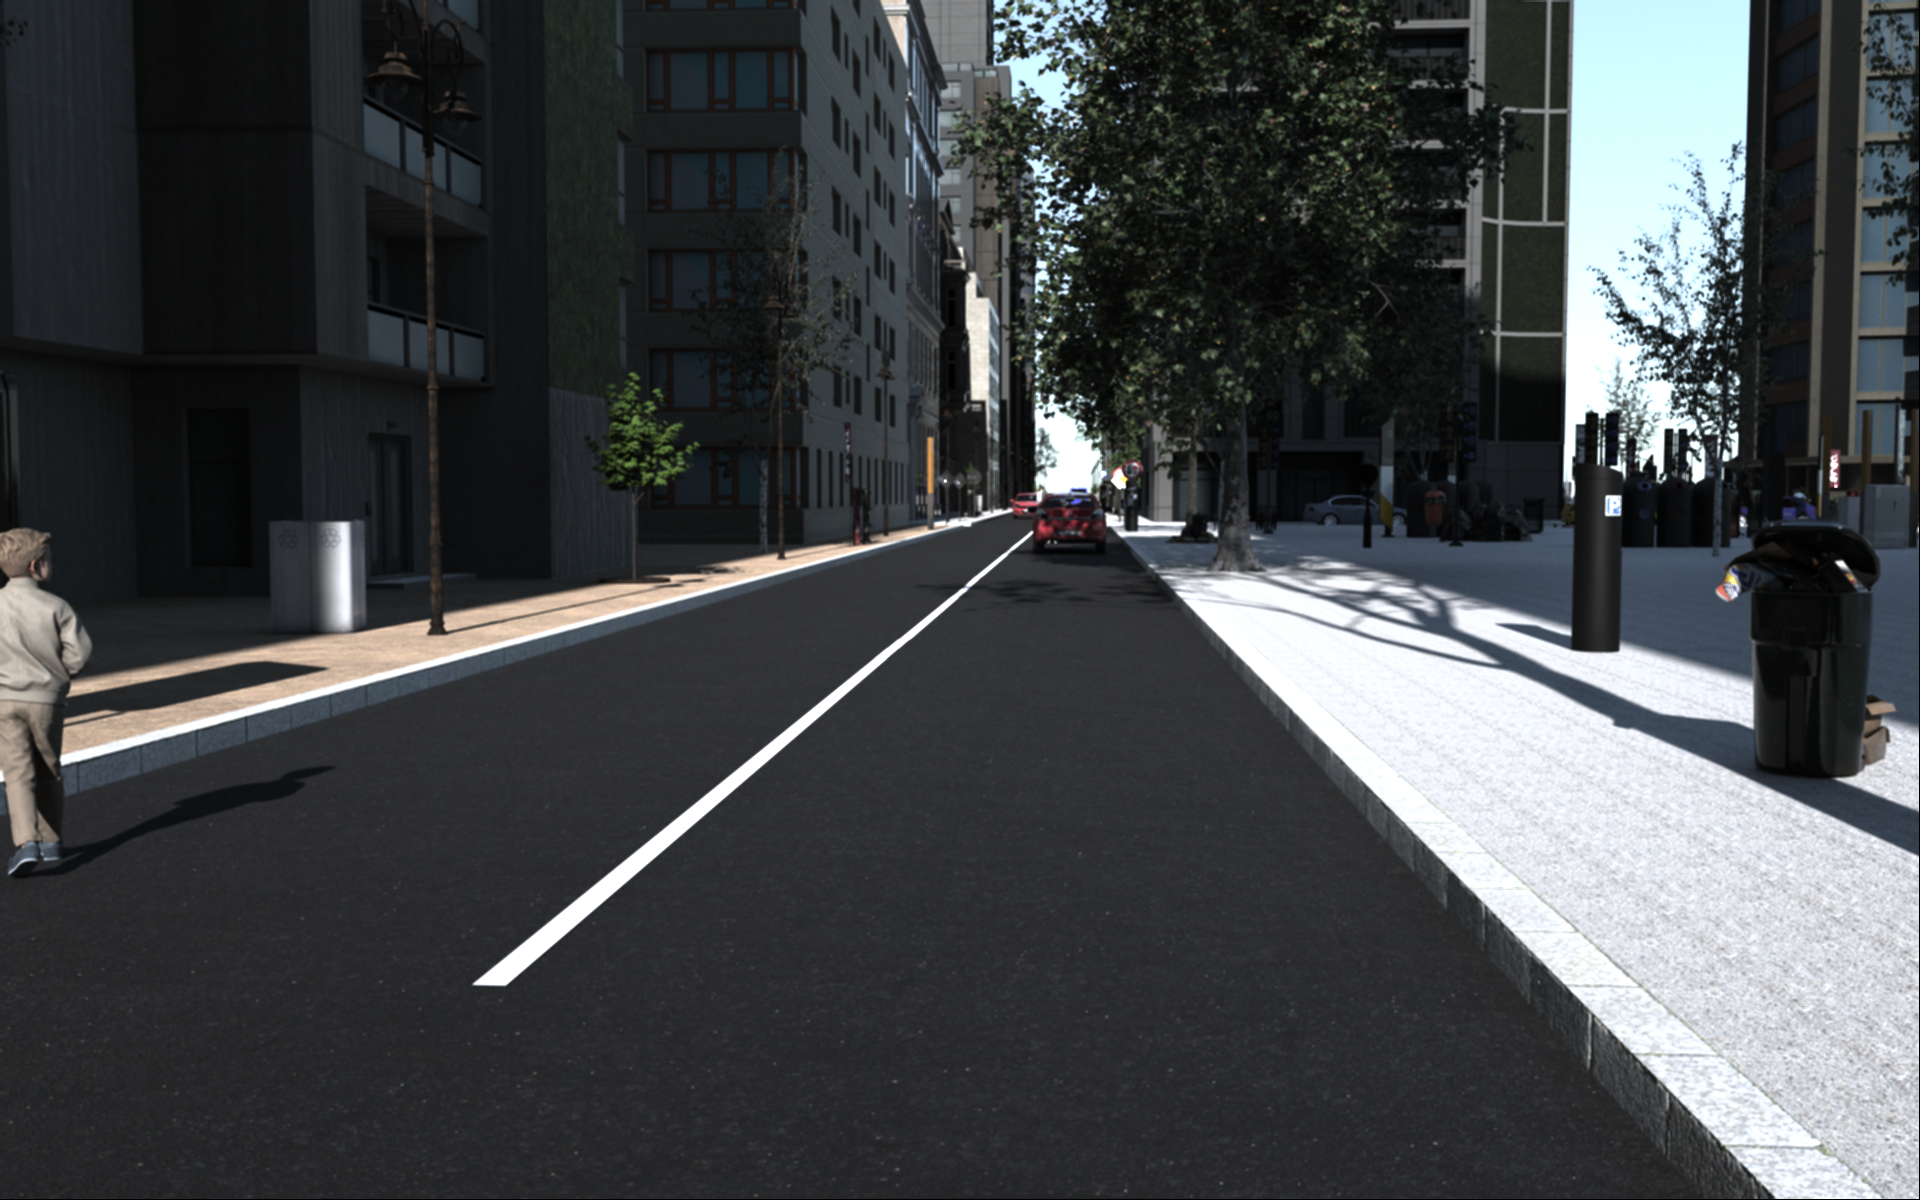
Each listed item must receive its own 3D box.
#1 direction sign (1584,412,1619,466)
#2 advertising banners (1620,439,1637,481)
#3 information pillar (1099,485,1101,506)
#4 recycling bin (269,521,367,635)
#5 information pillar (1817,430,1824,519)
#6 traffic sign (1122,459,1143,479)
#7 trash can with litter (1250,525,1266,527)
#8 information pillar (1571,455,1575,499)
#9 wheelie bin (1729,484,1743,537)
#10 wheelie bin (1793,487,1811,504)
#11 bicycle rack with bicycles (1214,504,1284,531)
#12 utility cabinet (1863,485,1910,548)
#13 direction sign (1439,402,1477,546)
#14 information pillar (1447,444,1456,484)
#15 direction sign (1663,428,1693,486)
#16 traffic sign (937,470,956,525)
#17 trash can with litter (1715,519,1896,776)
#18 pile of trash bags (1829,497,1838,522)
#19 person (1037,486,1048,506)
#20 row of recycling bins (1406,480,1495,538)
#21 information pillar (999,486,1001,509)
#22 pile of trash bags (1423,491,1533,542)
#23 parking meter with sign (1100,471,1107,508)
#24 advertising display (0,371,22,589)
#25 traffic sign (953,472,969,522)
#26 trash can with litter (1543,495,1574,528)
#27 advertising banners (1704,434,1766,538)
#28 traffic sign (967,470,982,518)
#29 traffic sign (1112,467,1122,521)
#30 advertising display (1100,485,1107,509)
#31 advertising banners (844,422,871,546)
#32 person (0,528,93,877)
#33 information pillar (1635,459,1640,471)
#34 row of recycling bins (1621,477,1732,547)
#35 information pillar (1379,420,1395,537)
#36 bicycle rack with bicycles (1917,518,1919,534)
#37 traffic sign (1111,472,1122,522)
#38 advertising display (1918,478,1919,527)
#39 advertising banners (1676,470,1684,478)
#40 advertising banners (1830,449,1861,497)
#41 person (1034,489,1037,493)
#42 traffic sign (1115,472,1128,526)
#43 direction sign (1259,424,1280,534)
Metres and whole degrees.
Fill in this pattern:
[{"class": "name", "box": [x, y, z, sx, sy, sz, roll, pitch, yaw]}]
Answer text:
[{"class": "direction sign", "box": [17.842, -3.439, 48.227, 0.876, 3.537, 0.379, 1, 4, 13]}, {"class": "advertising banners", "box": [21.100, -3.640, 55.694, 0.090, 3.025, 2.074, -1, 4, -13]}, {"class": "information pillar", "box": [11.770, -8.566, 144.551, 0.304, 2.012, 0.304, -1, 4, -12]}, {"class": "recycling bin", "box": [-5.988, -0.222, 16.177, 0.722, 1.027, 0.722, -1, 4, -8]}, {"class": "information pillar", "box": [29.658, -4.171, 59.551, 0.504, 3.616, 0.183, -3, 4, -36]}, {"class": "traffic sign", "box": [6.307, -3.880, 63.536, 0.768, 2.556, 0.104, 0, 4, 4]}, {"class": "trash can with litter", "box": [11.094, -3.482, 67.990, 2.233, 1.210, 1.678, 0, 4, -8]}, {"class": "information pillar", "box": [36.972, -6.891, 104.014, 0.504, 3.616, 0.183, 2, 4, 32]}, {"class": "wheelie bin", "box": [23.095, -2.697, 52.011, 0.693, 1.594, 0.980, 1, 4, 16]}, {"class": "wheelie bin", "box": [37.059, -4.183, 76.303, 0.693, 1.594, 0.980, 1, 4, 20]}, {"class": "bicycle rack with bicycles", "box": [10.311, -2.950, 61.611, 2.852, 0.926, 2.925, 2, 4, 23]}, {"class": "utility cabinet", "box": [21.713, -1.950, 40.564, 1.173, 1.500, 0.318, -2, 4, -25]}, {"class": "direction sign", "box": [12.271, -3.103, 42.729, 0.876, 3.537, 0.379, 0, 4, 5]}, {"class": "information pillar", "box": [21.938, -5.241, 77.042, 0.504, 3.616, 0.183, 0, 4, -2]}, {"class": "direction sign", "box": [24.669, -4.146, 59.779, 0.876, 3.537, 0.379, -1, 4, -12]}, {"class": "traffic sign", "box": [-0.552, -4.110, 70.844, 0.795, 2.450, 0.064, 0, 4, 4]}, {"class": "trash can with litter", "box": [4.034, 0.195, 8.193, 0.624, 1.170, 1.055, 3, 5, 39]}, {"class": "pile of trash bags", "box": [33.076, -3.260, 63.048, 1.912, 1.369, 3.447, -1, 4, -23]}, {"class": "person", "box": [4.169, -4.759, 86.415, 0.679, 1.850, 0.850, 0, 4, -4]}, {"class": "row of recycling bins", "box": [14.801, -2.743, 51.969, 3.534, 1.692, 1.069, -2, 4, -35]}, {"class": "information pillar", "box": [3.385, -9.051, 152.482, 0.304, 2.012, 0.304, 3, 5, 44]}, {"class": "pile of trash bags", "box": [13.847, -2.279, 47.021, 3.447, 1.369, 1.912, -2, 4, -35]}, {"class": "parking meter with sign", "box": [10.932, -8.277, 131.594, 0.543, 3.016, 1.738, 0, 4, 7]}, {"class": "advertising display", "box": [-5.329, -0.252, 9.330, 0.974, 1.923, 0.123, 3, 4, 38]}, {"class": "traffic sign", "box": [-0.008, -4.597, 78.810, 0.795, 2.450, 0.064, 0, 4, 4]}, {"class": "trash can with litter", "box": [23.516, -3.385, 66.395, 2.233, 1.210, 1.678, 1, 4, 14]}, {"class": "advertising banners", "box": [22.596, -3.330, 50.632, 2.074, 3.025, 0.090, -1, 4, -9]}, {"class": "traffic sign", "box": [0.753, -5.584, 91.411, 0.768, 2.556, 0.104, 1, 4, 9]}, {"class": "traffic sign", "box": [7.546, -4.985, 81.617, 0.768, 2.556, 0.104, 1, 4, 13]}, {"class": "advertising display", "box": [10.447, -7.400, 126.203, 0.123, 1.923, 0.974, 2, 4, 28]}, {"class": "advertising banners", "box": [-2.559, -2.864, 43.014, 0.090, 3.025, 2.074, 1, 4, 15]}, {"class": "person", "box": [-3.561, 0.378, 6.588, 0.475, 1.303, 0.640, -2, 4, -31]}, {"class": "information pillar", "box": [45.339, -7.635, 116.187, 0.504, 3.616, 0.183, 2, 4, 28]}, {"class": "row of recycling bins", "box": [16.850, -2.132, 41.979, 3.534, 1.692, 1.069, 0, 4, -3]}, {"class": "information pillar", "box": [12.633, -3.664, 51.269, 0.504, 3.616, 0.183, -2, 4, -27]}, {"class": "bicycle rack with bicycles", "box": [30.115, -2.586, 55.669, 2.925, 0.926, 2.852, 1, 4, 15]}, {"class": "traffic sign", "box": [7.218, -4.566, 78.299, 0.795, 2.450, 0.064, 0, 4, 4]}, {"class": "advertising display", "box": [37.886, -3.864, 68.396, 0.123, 1.923, 0.974, 2, 4, 32]}, {"class": "advertising banners", "box": [51.730, -7.965, 126.414, 2.074, 3.025, 0.090, 3, 4, 38]}, {"class": "advertising banners", "box": [34.933, -4.373, 67.693, 2.074, 3.025, 0.090, 1, 4, 10]}, {"class": "person", "box": [5.083, -6.681, 118.087, 0.721, 1.781, 0.623, 0, 4, -8]}, {"class": "traffic sign", "box": [6.674, -4.079, 70.332, 0.795, 2.450, 0.064, 0, 4, 4]}, {"class": "direction sign", "box": [9.987, -3.915, 56.013, 0.379, 3.537, 0.876, -3, 4, -37]}]
